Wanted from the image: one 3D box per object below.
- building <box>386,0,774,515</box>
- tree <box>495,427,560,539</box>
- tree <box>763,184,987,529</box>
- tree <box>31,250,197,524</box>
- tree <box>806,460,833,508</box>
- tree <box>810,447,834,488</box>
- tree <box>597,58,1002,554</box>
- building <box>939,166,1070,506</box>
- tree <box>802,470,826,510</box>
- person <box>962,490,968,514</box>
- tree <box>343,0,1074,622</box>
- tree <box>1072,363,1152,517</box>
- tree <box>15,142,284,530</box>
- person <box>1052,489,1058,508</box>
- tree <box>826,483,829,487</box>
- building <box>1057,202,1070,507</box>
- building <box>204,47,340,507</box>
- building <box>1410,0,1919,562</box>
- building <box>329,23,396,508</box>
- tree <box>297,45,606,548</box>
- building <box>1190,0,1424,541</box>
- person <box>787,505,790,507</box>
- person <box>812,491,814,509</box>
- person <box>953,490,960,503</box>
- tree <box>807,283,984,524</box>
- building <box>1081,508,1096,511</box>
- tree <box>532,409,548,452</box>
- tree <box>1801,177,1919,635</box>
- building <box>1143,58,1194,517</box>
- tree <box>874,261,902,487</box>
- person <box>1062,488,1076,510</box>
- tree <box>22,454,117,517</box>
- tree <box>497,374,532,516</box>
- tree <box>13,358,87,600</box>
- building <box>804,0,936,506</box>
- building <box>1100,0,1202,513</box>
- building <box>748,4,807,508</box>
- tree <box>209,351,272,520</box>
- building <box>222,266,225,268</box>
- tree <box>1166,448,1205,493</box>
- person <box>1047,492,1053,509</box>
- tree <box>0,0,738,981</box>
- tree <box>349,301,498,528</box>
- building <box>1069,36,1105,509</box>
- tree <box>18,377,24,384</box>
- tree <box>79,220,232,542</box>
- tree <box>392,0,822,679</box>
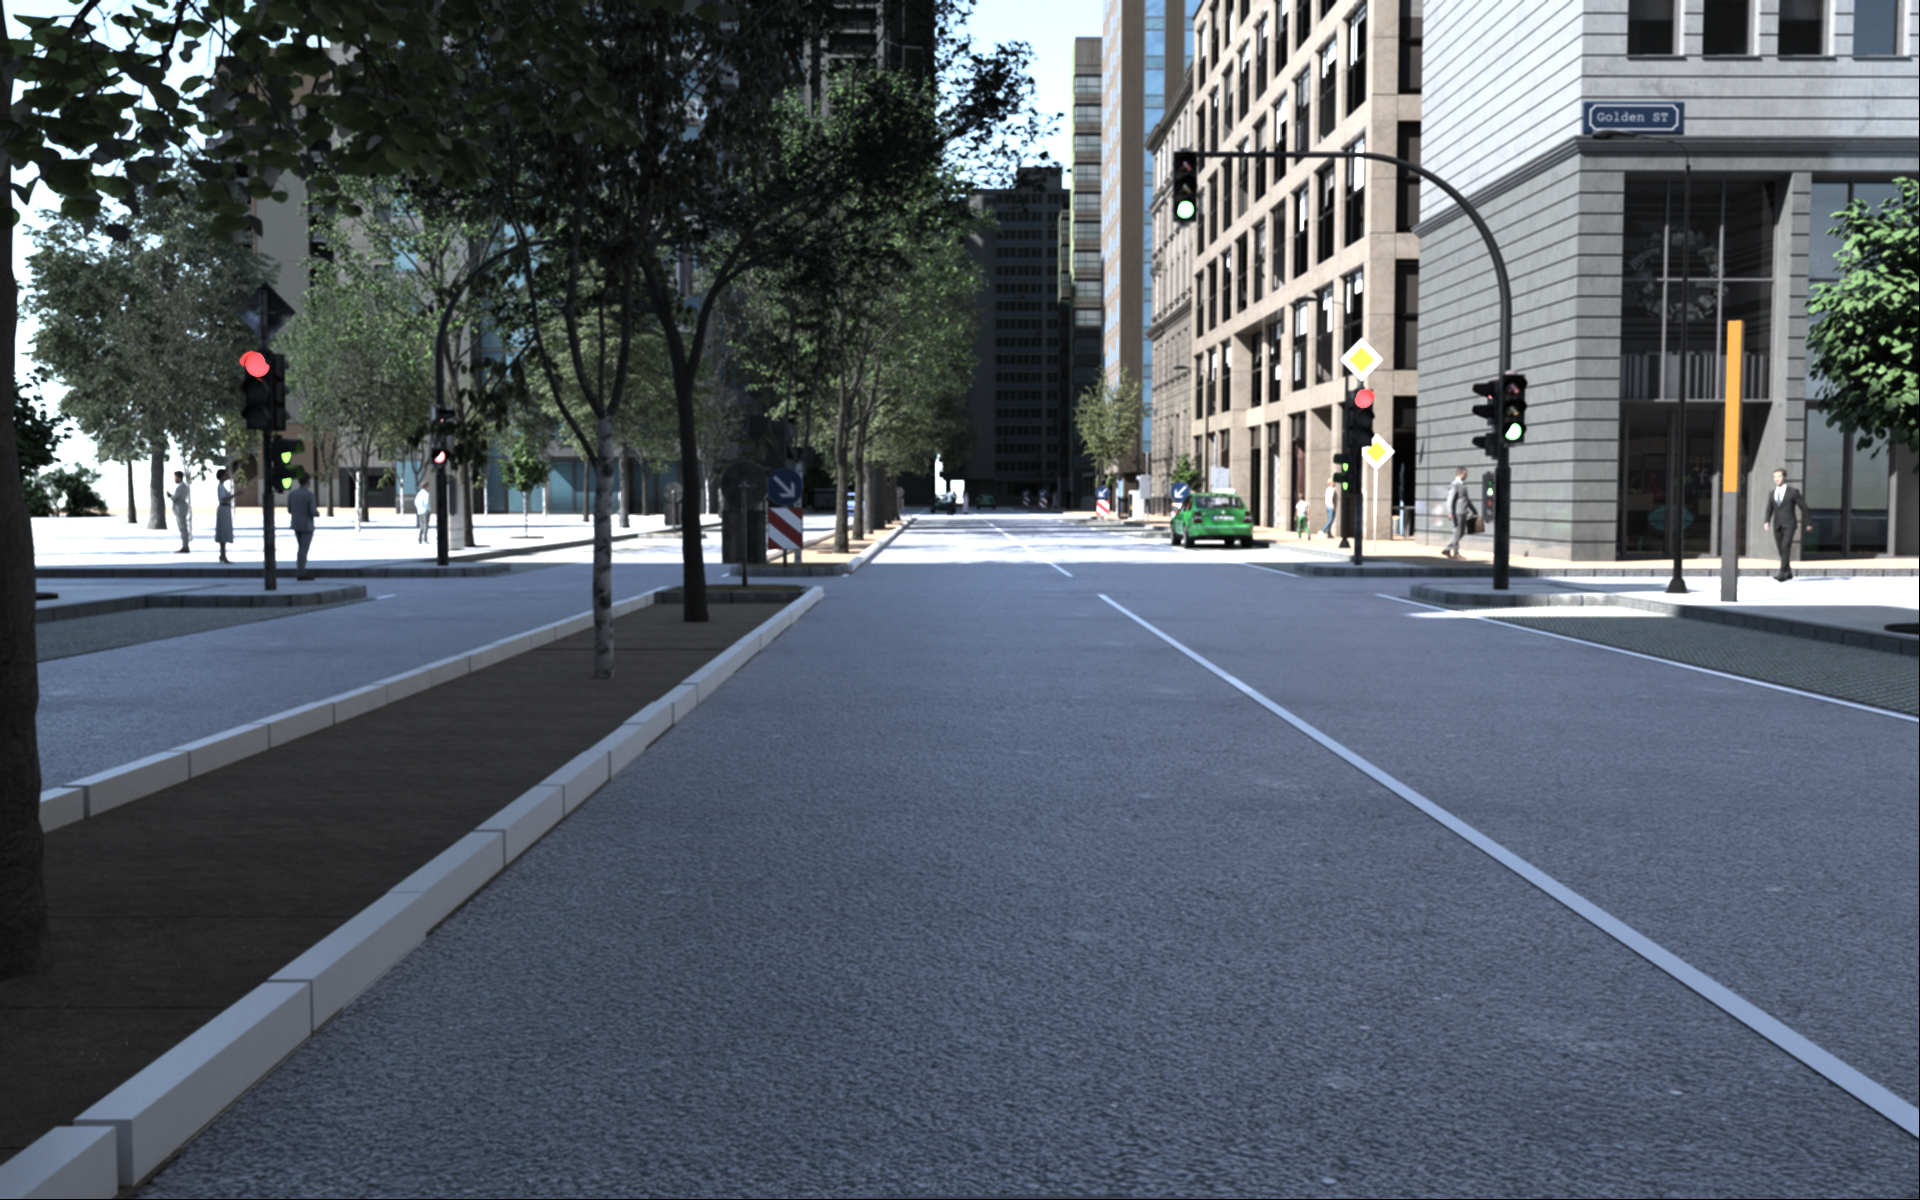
[{"bbox_3d":[-25.813,-30.640,120.572,23.786,49.044,30.456,0,4,-1],"label":"building"},{"bbox_3d":[-12.694,-3.396,50.132,1.663,3.219,1.824,0,3,0],"label":"tree"},{"bbox_3d":[-3.423,-9.903,71.020,9.857,13.997,8.962,0,3,0],"label":"tree"},{"bbox_3d":[-36.265,-9.140,75.191,9.928,11.665,9.643,0,3,0],"label":"tree"},{"bbox_3d":[-13.408,-11.014,163.792,4.285,4.588,4.351,0,3,0],"label":"tree"},{"bbox_3d":[-13.768,-14.249,183.332,4.737,8.622,4.395,0,3,0],"label":"tree"},{"bbox_3d":[-2.751,-6.914,41.249,9.928,11.665,9.643,0,3,0],"label":"tree"},{"bbox_3d":[9.463,-31.574,208.115,23.993,40.220,32.217,0,4,-1],"label":"building"},{"bbox_3d":[-12.322,-8.956,141.030,1.663,3.219,1.824,0,3,0],"label":"tree"},{"bbox_3d":[0.356,-6.897,121.936,0.551,1.740,0.621,1,4,17],"label":"person"},{"bbox_3d":[-2.935,-5.049,19.415,8.767,10.594,7.601,0,4,-1],"label":"tree"},{"bbox_3d":[8.539,-8.939,96.513,4.737,8.622,4.395,0,3,0],"label":"tree"},{"bbox_3d":[-28.856,-9.492,61.842,9.857,13.997,8.962,0,3,0],"label":"tree"},{"bbox_3d":[9.034,-9.603,163.720,0.621,1.740,0.551,0,4,-7],"label":"person"},{"bbox_3d":[-12.804,-10.009,158.253,1.663,3.219,1.824,0,3,0],"label":"tree"},{"bbox_3d":[16.675,-24.573,173.463,14.160,30.474,14.107,0,4,-1],"label":"building"},{"bbox_3d":[-64.529,-31.903,171.729,14.200,45.320,14.600,0,4,-1],"label":"building"},{"bbox_3d":[26.235,-15.895,37.378,29.804,29.767,11.434,0,4,-1],"label":"building"},{"bbox_3d":[-47.094,-44.626,167.881,20.611,71.187,20.563,0,4,-1],"label":"building"},{"bbox_3d":[-12.060,-7.074,41.413,9.928,11.665,9.643,0,3,0],"label":"tree"},{"bbox_3d":[20.577,-15.857,63.782,19.350,26.468,34.151,0,4,-1],"label":"building"},{"bbox_3d":[-12.618,-7.430,127.543,0.705,1.822,1.348,-2,4,-34],"label":"person"},{"bbox_3d":[-12.293,-8.540,146.196,0.721,1.766,1.217,0,4,8],"label":"person"},{"bbox_3d":[-0.481,-8.896,154.047,0.705,1.812,1.348,-3,5,-40],"label":"person"},{"bbox_3d":[-3.527,-10.490,90.975,9.611,12.733,9.660,0,3,0],"label":"tree"},{"bbox_3d":[26.456,-27.395,139.785,32.217,40.220,23.993,0,4,-1],"label":"building"},{"bbox_3d":[-25.687,-9.279,102.071,4.737,8.622,4.395,0,3,0],"label":"tree"},{"bbox_3d":[9.356,-1.968,15.891,4.285,4.588,4.351,0,3,0],"label":"tree"},{"bbox_3d":[17.476,-18.144,93.913,12.463,27.353,25.104,0,4,-1],"label":"building"},{"bbox_3d":[-3.093,-4.893,32.827,4.360,8.622,3.978,0,3,0],"label":"tree"},{"bbox_3d":[8.951,-8.350,142.593,1.348,1.821,0.705,-2,4,-30],"label":"person"},{"bbox_3d":[-56.332,-11.723,93.488,13.155,14.587,18.604,2,4,30],"label":"tree"},{"bbox_3d":[-26.735,-8.941,96.554,4.737,8.622,4.395,0,3,0],"label":"tree"},{"bbox_3d":[-11.737,-1.617,21.043,1.663,3.219,1.824,0,3,0],"label":"tree"},{"bbox_3d":[-13.176,-46.632,200.688,20.611,71.187,20.563,0,4,-1],"label":"building"},{"bbox_3d":[17.356,-28.763,120.387,14.600,45.320,14.200,0,4,-1],"label":"building"},{"bbox_3d":[-24.645,-32.005,146.982,21.300,48.544,21.600,0,4,-1],"label":"building"},{"bbox_3d":[-35.592,-8.251,85.259,4.737,8.622,4.395,0,3,0],"label":"tree"},{"bbox_3d":[-75.587,-26.079,198.091,14.107,30.474,14.160,0,4,-1],"label":"building"},{"bbox_3d":[9.571,-4.837,73.679,1.663,3.219,1.824,0,3,0],"label":"tree"},{"bbox_3d":[7.917,-8.755,152.414,0.421,1.427,0.697,-3,5,-41],"label":"person"},{"bbox_3d":[-3.062,-5.177,5.220,7.486,12.596,7.792,0,3,0],"label":"tree"},{"bbox_3d":[-20.675,-7.052,65.661,4.737,8.622,4.395,0,3,0],"label":"tree"},{"bbox_3d":[16.952,-29.066,158.823,14.154,41.232,14.086,0,4,-1],"label":"building"},{"bbox_3d":[-38.956,-7.164,67.495,4.360,8.622,3.978,0,3,0],"label":"tree"},{"bbox_3d":[-20.829,-5.857,46.119,4.360,8.622,3.978,0,3,0],"label":"tree"},{"bbox_3d":[-2.779,-3.706,13.407,4.360,8.622,3.978,0,3,0],"label":"tree"}]
